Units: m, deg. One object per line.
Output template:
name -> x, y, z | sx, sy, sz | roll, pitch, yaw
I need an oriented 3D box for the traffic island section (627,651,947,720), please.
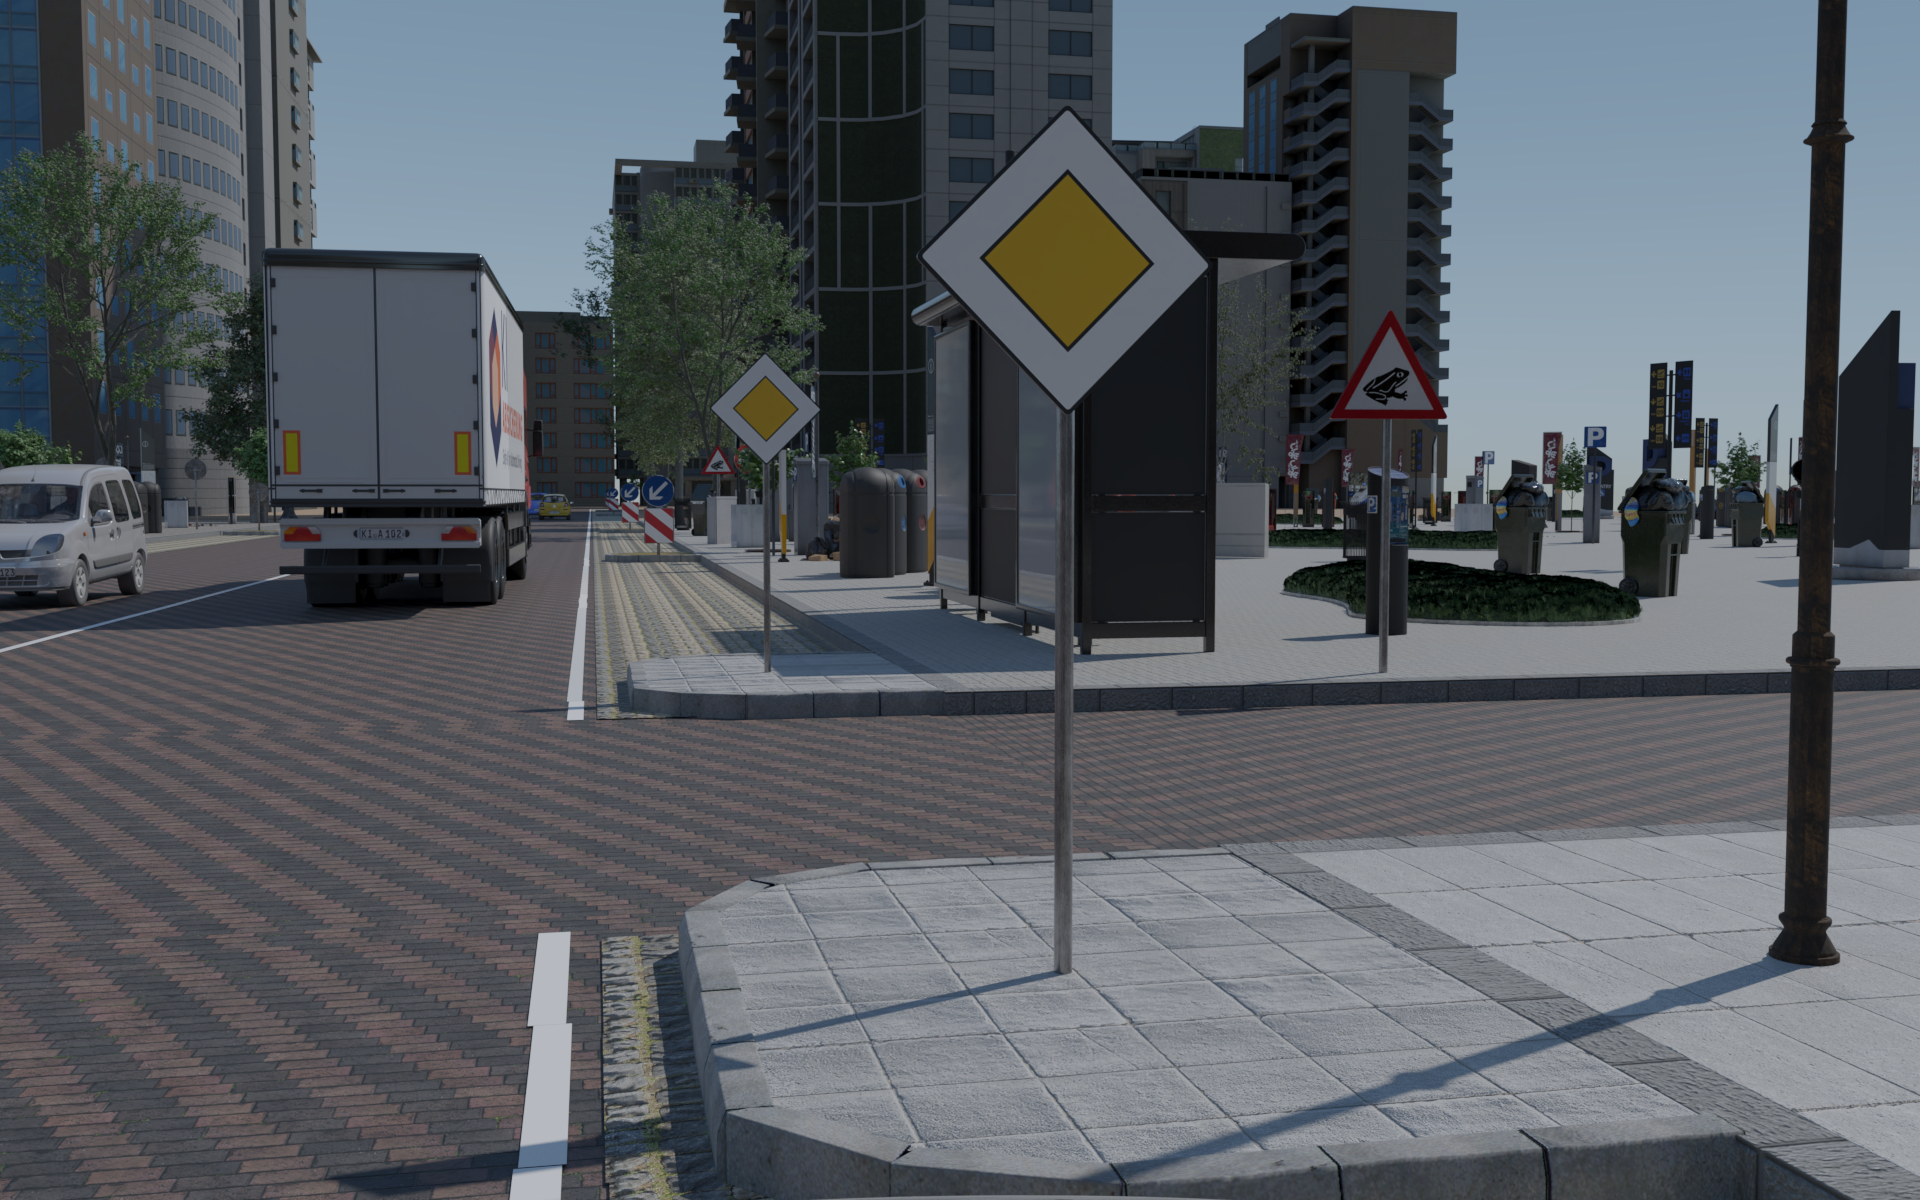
traffic island section -> -1.366, 0.600, 12.478 | 2.009, 0.180, 2.903 | -1, 4, -12

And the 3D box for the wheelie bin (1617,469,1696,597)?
wheelie bin -> 8.723, -0.848, 21.769 | 0.693, 1.594, 0.980 | 3, 5, 43

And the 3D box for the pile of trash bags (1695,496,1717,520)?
pile of trash bags -> 38.184, -4.709, 86.737 | 3.447, 1.369, 1.912 | 0, 4, -2

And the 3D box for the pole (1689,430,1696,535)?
pole -> 23.195, -3.731, 54.843 | 0.158, 3.312, 0.155 | 0, 3, 0

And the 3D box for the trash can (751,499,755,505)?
trash can -> -6.221, -2.606, 54.260 | 0.748, 1.137, 0.748 | 0, 3, 0

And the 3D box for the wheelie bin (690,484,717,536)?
wheelie bin -> -7.826, -2.760, 53.033 | 0.980, 1.594, 0.693 | 3, 4, 36

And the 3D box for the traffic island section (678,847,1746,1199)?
traffic island section -> 0.295, 1.077, 4.667 | 2.009, 0.180, 2.903 | -1, 4, -12

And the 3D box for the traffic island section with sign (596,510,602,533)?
traffic island section with sign -> -12.288, -3.378, 63.852 | 1.989, 1.847, 2.006 | -1, 4, -12

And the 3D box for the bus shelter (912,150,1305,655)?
bus shelter -> 0.854, -2.469, 17.993 | 2.179, 5.291, 8.768 | -1, 4, -12

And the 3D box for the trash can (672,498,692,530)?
trash can -> -9.786, -3.029, 61.177 | 0.748, 1.137, 0.748 | 0, 3, 0

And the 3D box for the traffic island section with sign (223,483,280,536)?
traffic island section with sign -> -24.442, -3.161, 60.303 | 1.989, 1.847, 2.006 | -1, 4, -12

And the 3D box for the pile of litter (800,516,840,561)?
pile of litter -> -2.297, -1.204, 33.643 | 1.719, 0.858, 1.176 | -1, 4, -15

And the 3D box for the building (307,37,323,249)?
building -> -80.030, -36.120, 179.800 | 27.495, 52.752, 28.713 | -1, 4, -12

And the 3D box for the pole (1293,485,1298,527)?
pole -> 12.991, -4.471, 66.949 | 0.158, 3.312, 0.155 | 0, 3, 0

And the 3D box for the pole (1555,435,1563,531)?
pole -> 20.534, -4.007, 59.352 | 0.158, 3.312, 0.155 | 0, 3, 0

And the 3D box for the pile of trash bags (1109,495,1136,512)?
pile of trash bags -> 4.255, -3.002, 58.828 | 1.912, 1.369, 3.447 | -3, 5, -42

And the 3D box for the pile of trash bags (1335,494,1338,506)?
pile of trash bags -> 20.758, -4.926, 90.299 | 3.447, 1.369, 1.912 | 0, 4, 1

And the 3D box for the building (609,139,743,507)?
building -> -26.595, -30.642, 192.872 | 23.993, 40.220, 32.217 | -1, 4, -12

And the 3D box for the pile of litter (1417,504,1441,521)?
pile of litter -> 22.384, -4.212, 82.829 | 1.719, 0.858, 1.176 | 0, 4, 7

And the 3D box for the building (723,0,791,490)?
building -> -7.698, -29.796, 141.789 | 22.147, 44.769, 28.867 | -1, 4, -12

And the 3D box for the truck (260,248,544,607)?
truck -> -7.785, -2.235, 25.458 | 2.839, 4.237, 11.283 | -1, 4, -11

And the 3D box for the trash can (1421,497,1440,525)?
trash can -> 19.851, -3.758, 73.099 | 0.748, 1.137, 0.748 | 0, 3, 0

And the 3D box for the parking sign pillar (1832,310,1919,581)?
parking sign pillar -> 13.796, -2.304, 26.139 | 1.447, 3.967, 1.447 | 0, 4, -4

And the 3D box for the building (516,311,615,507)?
building -> -52.148, -20.883, 186.471 | 28.899, 21.520, 27.650 | -1, 4, -12

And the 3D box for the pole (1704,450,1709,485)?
pole -> 34.312, -5.247, 79.634 | 0.158, 3.312, 0.155 | 0, 3, 0

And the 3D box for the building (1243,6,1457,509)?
building -> 34.976, -31.074, 158.169 | 14.200, 45.320, 14.600 | -1, 4, -12

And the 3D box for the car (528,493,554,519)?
car -> -24.963, -5.694, 102.686 | 1.945, 1.707, 3.694 | -1, 4, -12

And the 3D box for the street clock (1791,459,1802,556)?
street clock -> 17.331, -1.898, 35.597 | 0.471, 2.002, 0.358 | 1, 4, 18

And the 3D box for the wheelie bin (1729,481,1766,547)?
wheelie bin -> 19.097, -2.088, 42.040 | 0.693, 1.594, 0.980 | 0, 4, 4

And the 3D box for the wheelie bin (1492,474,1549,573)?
wheelie bin -> 9.099, -1.231, 28.041 | 0.980, 1.594, 0.693 | -3, 5, -41

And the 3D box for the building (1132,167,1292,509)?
building -> 20.819, -23.575, 157.153 | 14.107, 30.474, 14.160 | -1, 4, -12

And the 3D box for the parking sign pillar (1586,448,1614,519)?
parking sign pillar -> 32.813, -6.136, 88.792 | 1.447, 3.967, 1.447 | 0, 4, -2

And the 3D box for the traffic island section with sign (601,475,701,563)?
traffic island section with sign -> -6.574, -1.734, 36.985 | 1.989, 1.847, 2.006 | -1, 4, -12

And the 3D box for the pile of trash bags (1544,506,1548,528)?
pile of trash bags -> 21.517, -3.447, 66.108 | 1.912, 1.369, 3.447 | 2, 4, 25

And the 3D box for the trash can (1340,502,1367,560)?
trash can -> 7.611, -1.307, 33.020 | 0.748, 1.137, 0.748 | 0, 3, 0

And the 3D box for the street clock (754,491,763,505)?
street clock -> -5.237, -2.507, 45.552 | 0.471, 2.002, 0.358 | 3, 5, 42

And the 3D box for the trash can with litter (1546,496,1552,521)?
trash can with litter -> 27.986, -4.311, 81.870 | 0.624, 1.170, 1.055 | 2, 4, 35

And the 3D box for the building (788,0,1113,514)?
building -> -2.478, -41.504, 116.846 | 20.563, 71.187, 20.611 | -1, 4, -12

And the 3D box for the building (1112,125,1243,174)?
building -> 22.747, -31.263, 194.737 | 14.086, 41.232, 14.154 | -1, 4, -12

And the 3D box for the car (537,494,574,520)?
car -> -22.568, -5.276, 96.494 | 2.015, 1.641, 3.980 | -1, 4, -12

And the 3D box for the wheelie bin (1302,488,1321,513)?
wheelie bin -> 18.980, -5.239, 93.567 | 0.980, 1.594, 0.693 | 0, 4, 7

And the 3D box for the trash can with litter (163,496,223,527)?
trash can with litter -> -30.385, -3.518, 68.572 | 2.233, 1.210, 1.678 | -2, 4, -28

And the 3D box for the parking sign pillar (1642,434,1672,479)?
parking sign pillar -> 24.443, -4.421, 60.756 | 1.447, 3.967, 1.447 | 0, 4, -6
